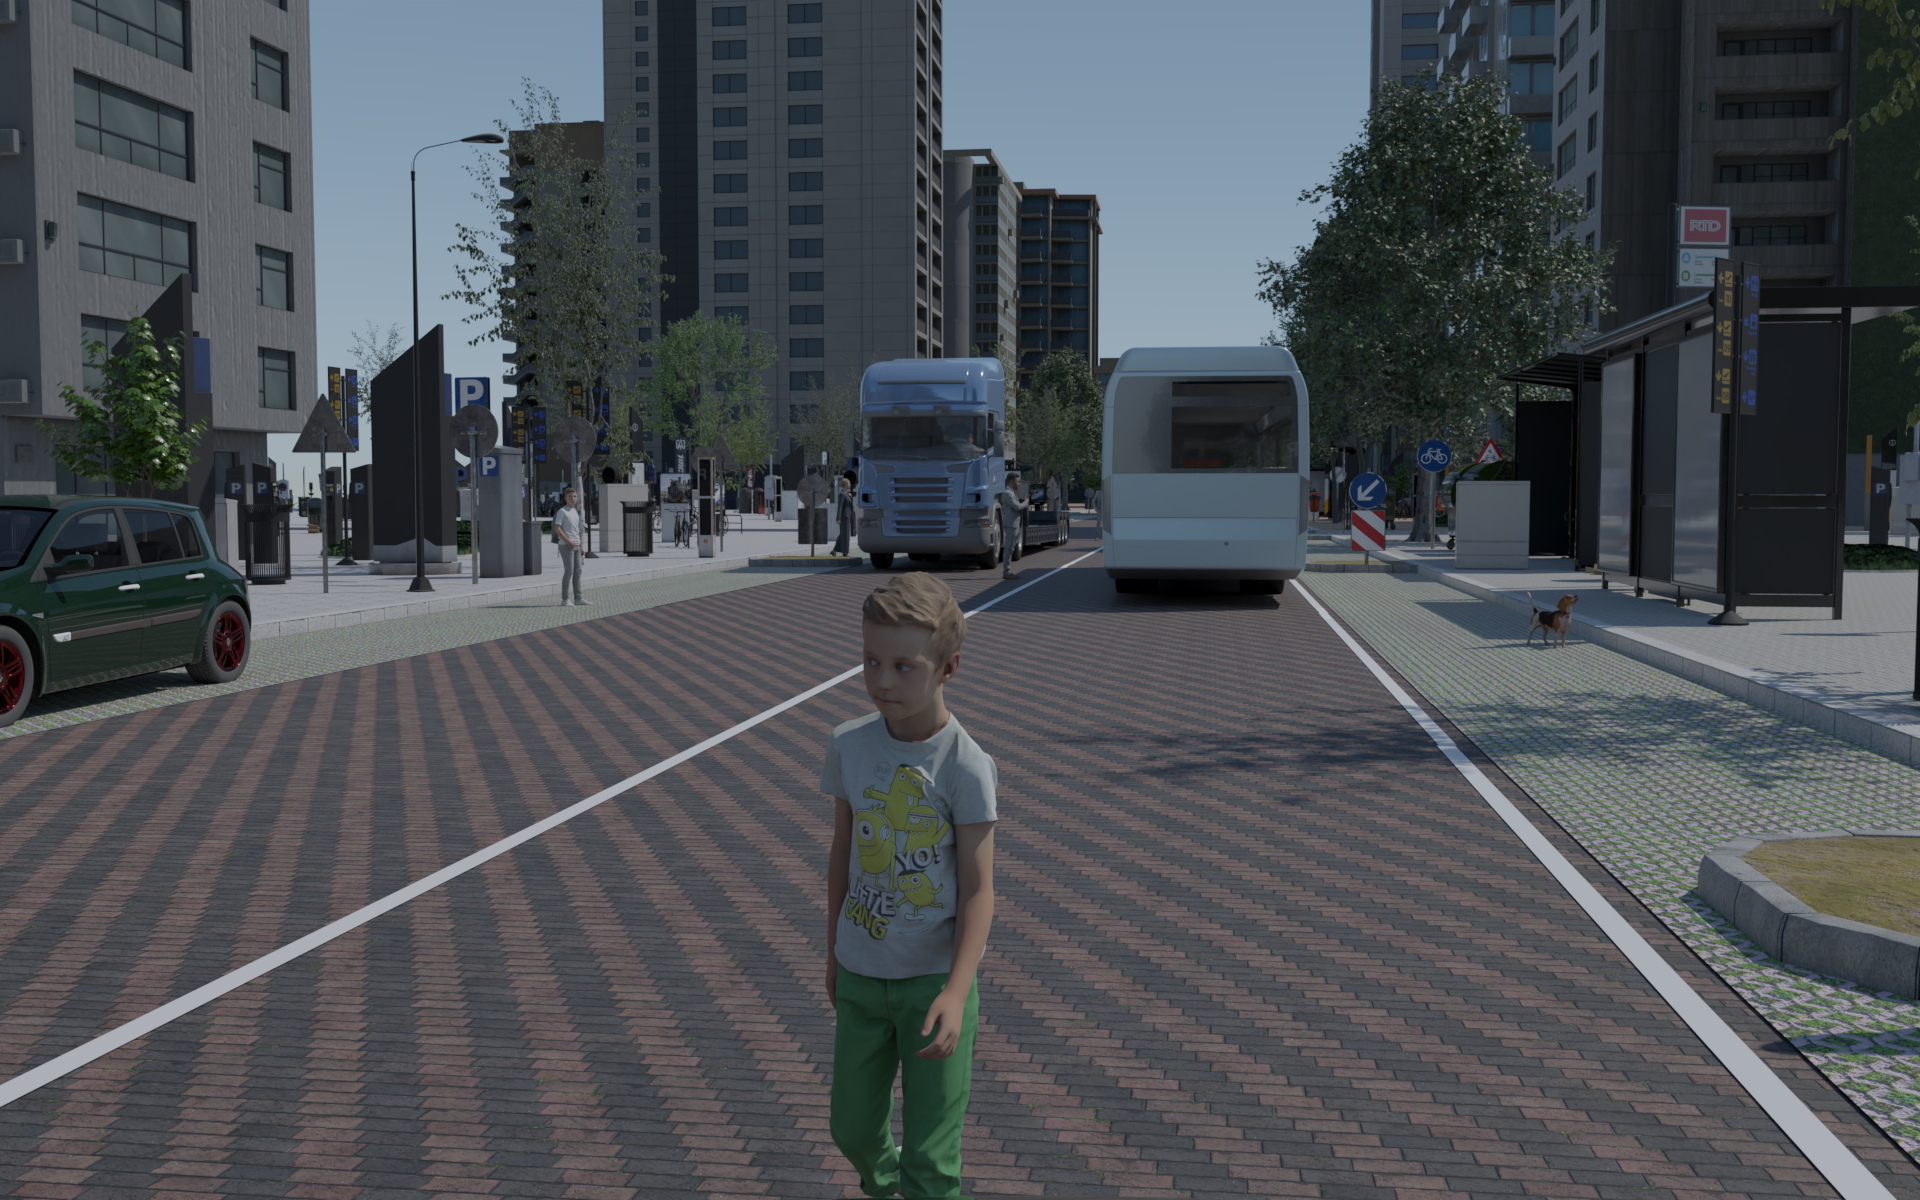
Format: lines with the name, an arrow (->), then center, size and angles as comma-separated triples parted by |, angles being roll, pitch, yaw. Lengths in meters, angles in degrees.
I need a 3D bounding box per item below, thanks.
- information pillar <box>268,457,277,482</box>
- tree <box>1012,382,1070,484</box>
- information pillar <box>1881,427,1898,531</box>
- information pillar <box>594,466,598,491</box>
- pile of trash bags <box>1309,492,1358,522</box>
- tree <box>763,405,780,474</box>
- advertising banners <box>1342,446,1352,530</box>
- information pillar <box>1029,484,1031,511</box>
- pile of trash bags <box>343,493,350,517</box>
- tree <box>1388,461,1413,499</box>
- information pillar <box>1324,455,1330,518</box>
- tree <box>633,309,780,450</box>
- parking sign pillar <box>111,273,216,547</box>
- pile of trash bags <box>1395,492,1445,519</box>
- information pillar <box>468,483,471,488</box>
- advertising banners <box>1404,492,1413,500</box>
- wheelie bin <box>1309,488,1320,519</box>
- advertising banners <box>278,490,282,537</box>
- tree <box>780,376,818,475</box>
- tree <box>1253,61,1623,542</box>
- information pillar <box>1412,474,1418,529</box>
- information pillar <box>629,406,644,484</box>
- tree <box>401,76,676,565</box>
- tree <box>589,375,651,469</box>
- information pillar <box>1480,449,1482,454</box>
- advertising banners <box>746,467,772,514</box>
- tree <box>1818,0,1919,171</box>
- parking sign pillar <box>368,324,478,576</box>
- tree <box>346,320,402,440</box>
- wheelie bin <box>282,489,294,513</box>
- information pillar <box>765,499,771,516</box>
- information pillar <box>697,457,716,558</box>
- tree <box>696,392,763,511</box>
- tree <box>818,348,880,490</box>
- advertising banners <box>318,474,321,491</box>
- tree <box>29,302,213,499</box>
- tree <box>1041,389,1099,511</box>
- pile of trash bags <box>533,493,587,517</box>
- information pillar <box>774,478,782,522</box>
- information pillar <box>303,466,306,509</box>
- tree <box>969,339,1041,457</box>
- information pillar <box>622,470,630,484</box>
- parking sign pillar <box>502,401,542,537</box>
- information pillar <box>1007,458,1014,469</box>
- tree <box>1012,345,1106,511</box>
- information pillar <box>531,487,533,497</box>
information pillar -> -42.732, -7.113, 107.644 | 0.504, 3.616, 0.183 | -2, 4, -29
tree -> 5.205, -10.046, 114.613 | 4.360, 8.622, 3.978 | 0, 3, 0
information pillar -> 32.422, -4.226, 60.450 | 0.504, 3.616, 0.183 | 2, 4, 32
information pillar -> -29.954, -9.247, 142.542 | 0.183, 3.616, 0.504 | -3, 5, -43
pile of trash bags -> 17.628, -4.246, 79.177 | 3.447, 1.369, 1.912 | 1, 4, 18
tree -> -15.885, -11.143, 132.557 | 4.737, 8.622, 4.395 | 0, 3, 0
advertising banners -> 13.979, -4.060, 62.572 | 0.090, 3.025, 2.074 | 0, 4, 5
information pillar -> 4.939, -7.339, 124.488 | 0.304, 2.012, 0.304 | 0, 4, -6
pile of trash bags -> -31.807, -4.993, 91.381 | 3.447, 1.369, 1.912 | 1, 4, 10
tree -> 25.530, -6.437, 99.848 | 1.663, 3.219, 1.824 | 0, 3, 0
information pillar -> 20.116, -6.302, 94.391 | 0.504, 3.616, 0.183 | 2, 4, 28
tree -> -14.136, -10.426, 96.217 | 9.928, 11.665, 9.643 | 0, 3, 0
parking sign pillar -> -9.953, -2.028, 21.637 | 1.447, 3.967, 1.447 | 2, 4, 26
pile of trash bags -> 24.410, -4.971, 91.033 | 1.912, 1.369, 3.447 | -2, 4, -25
information pillar -> -33.831, -7.060, 119.928 | 0.304, 2.012, 0.304 | 3, 4, 38
advertising banners -> 32.619, -7.843, 124.422 | 2.074, 3.025, 0.090 | -2, 4, -30
wheelie bin -> 17.858, -4.868, 87.500 | 0.693, 1.594, 0.980 | 1, 4, 14
advertising banners -> -21.086, -3.380, 51.454 | 0.090, 3.025, 2.074 | 2, 4, 34
tree -> -8.415, -9.403, 104.096 | 4.360, 8.622, 3.978 | 0, 3, 0
tree -> 12.507, -7.895, 46.095 | 9.611, 12.733, 9.660 | 0, 3, 0
information pillar -> 16.489, -3.532, 62.247 | 0.304, 2.012, 0.304 | -2, 4, -29
information pillar -> -8.658, -3.364, 46.364 | 0.183, 3.616, 0.504 | 2, 4, 30
tree -> -6.893, -4.917, 30.761 | 4.360, 8.622, 3.978 | 0, 3, 0
tree -> -20.725, -9.531, 106.199 | 4.737, 8.622, 4.395 | 0, 3, 0
information pillar -> 23.679, -5.319, 78.315 | 0.183, 3.616, 0.504 | -3, 5, -45
advertising banners -> -12.622, -6.979, 110.300 | 2.074, 3.025, 0.090 | 0, 4, 4
tree -> 7.377, -3.729, 11.328 | 4.737, 8.622, 4.395 | 0, 3, 0
parking sign pillar -> -8.791, -2.409, 27.854 | 1.447, 3.967, 1.447 | 1, 4, 18
tree -> -24.009, -7.529, 73.463 | 4.360, 8.622, 3.978 | 0, 3, 0
wheelie bin -> -45.892, -6.742, 118.146 | 0.980, 1.594, 0.693 | 0, 4, -5
information pillar -> -11.348, -5.972, 102.139 | 0.304, 2.012, 0.304 | -1, 4, -16
information pillar -> -5.092, -1.854, 34.810 | 0.304, 2.012, 0.304 | 0, 4, 2
tree -> -17.440, -10.669, 124.807 | 4.737, 8.622, 4.395 | 0, 3, 0
tree -> -4.868, -8.438, 88.316 | 4.360, 8.622, 3.978 | 0, 3, 0
advertising banners -> -53.950, -9.314, 148.475 | 2.074, 3.025, 0.090 | 0, 4, -3
tree -> -8.079, -1.389, 17.309 | 1.663, 3.219, 1.824 | 0, 3, 0
tree -> 6.886, -10.422, 120.765 | 4.737, 8.622, 4.395 | 0, 3, 0
pile of trash bags -> -22.518, -5.300, 96.409 | 3.447, 1.369, 1.912 | -1, 4, -20
information pillar -> -8.415, -4.619, 80.017 | 0.304, 2.012, 0.304 | -1, 4, -19
information pillar -> -55.173, -9.441, 145.721 | 0.183, 3.616, 0.504 | -1, 4, -13
tree -> 1.392, -8.071, 82.326 | 4.737, 8.622, 4.395 | 0, 3, 0
information pillar -> -10.307, -3.024, 53.936 | 0.304, 2.012, 0.304 | 2, 4, 31
parking sign pillar -> -13.099, -3.831, 51.108 | 1.447, 3.967, 1.447 | 0, 4, 2
information pillar -> 3.279, -7.342, 111.403 | 0.504, 3.616, 0.183 | -2, 4, -27
tree -> 8.166, -13.254, 133.713 | 9.611, 12.733, 9.660 | 0, 3, 0
information pillar -> -31.629, -7.513, 127.322 | 0.304, 2.012, 0.304 | 3, 5, 42
